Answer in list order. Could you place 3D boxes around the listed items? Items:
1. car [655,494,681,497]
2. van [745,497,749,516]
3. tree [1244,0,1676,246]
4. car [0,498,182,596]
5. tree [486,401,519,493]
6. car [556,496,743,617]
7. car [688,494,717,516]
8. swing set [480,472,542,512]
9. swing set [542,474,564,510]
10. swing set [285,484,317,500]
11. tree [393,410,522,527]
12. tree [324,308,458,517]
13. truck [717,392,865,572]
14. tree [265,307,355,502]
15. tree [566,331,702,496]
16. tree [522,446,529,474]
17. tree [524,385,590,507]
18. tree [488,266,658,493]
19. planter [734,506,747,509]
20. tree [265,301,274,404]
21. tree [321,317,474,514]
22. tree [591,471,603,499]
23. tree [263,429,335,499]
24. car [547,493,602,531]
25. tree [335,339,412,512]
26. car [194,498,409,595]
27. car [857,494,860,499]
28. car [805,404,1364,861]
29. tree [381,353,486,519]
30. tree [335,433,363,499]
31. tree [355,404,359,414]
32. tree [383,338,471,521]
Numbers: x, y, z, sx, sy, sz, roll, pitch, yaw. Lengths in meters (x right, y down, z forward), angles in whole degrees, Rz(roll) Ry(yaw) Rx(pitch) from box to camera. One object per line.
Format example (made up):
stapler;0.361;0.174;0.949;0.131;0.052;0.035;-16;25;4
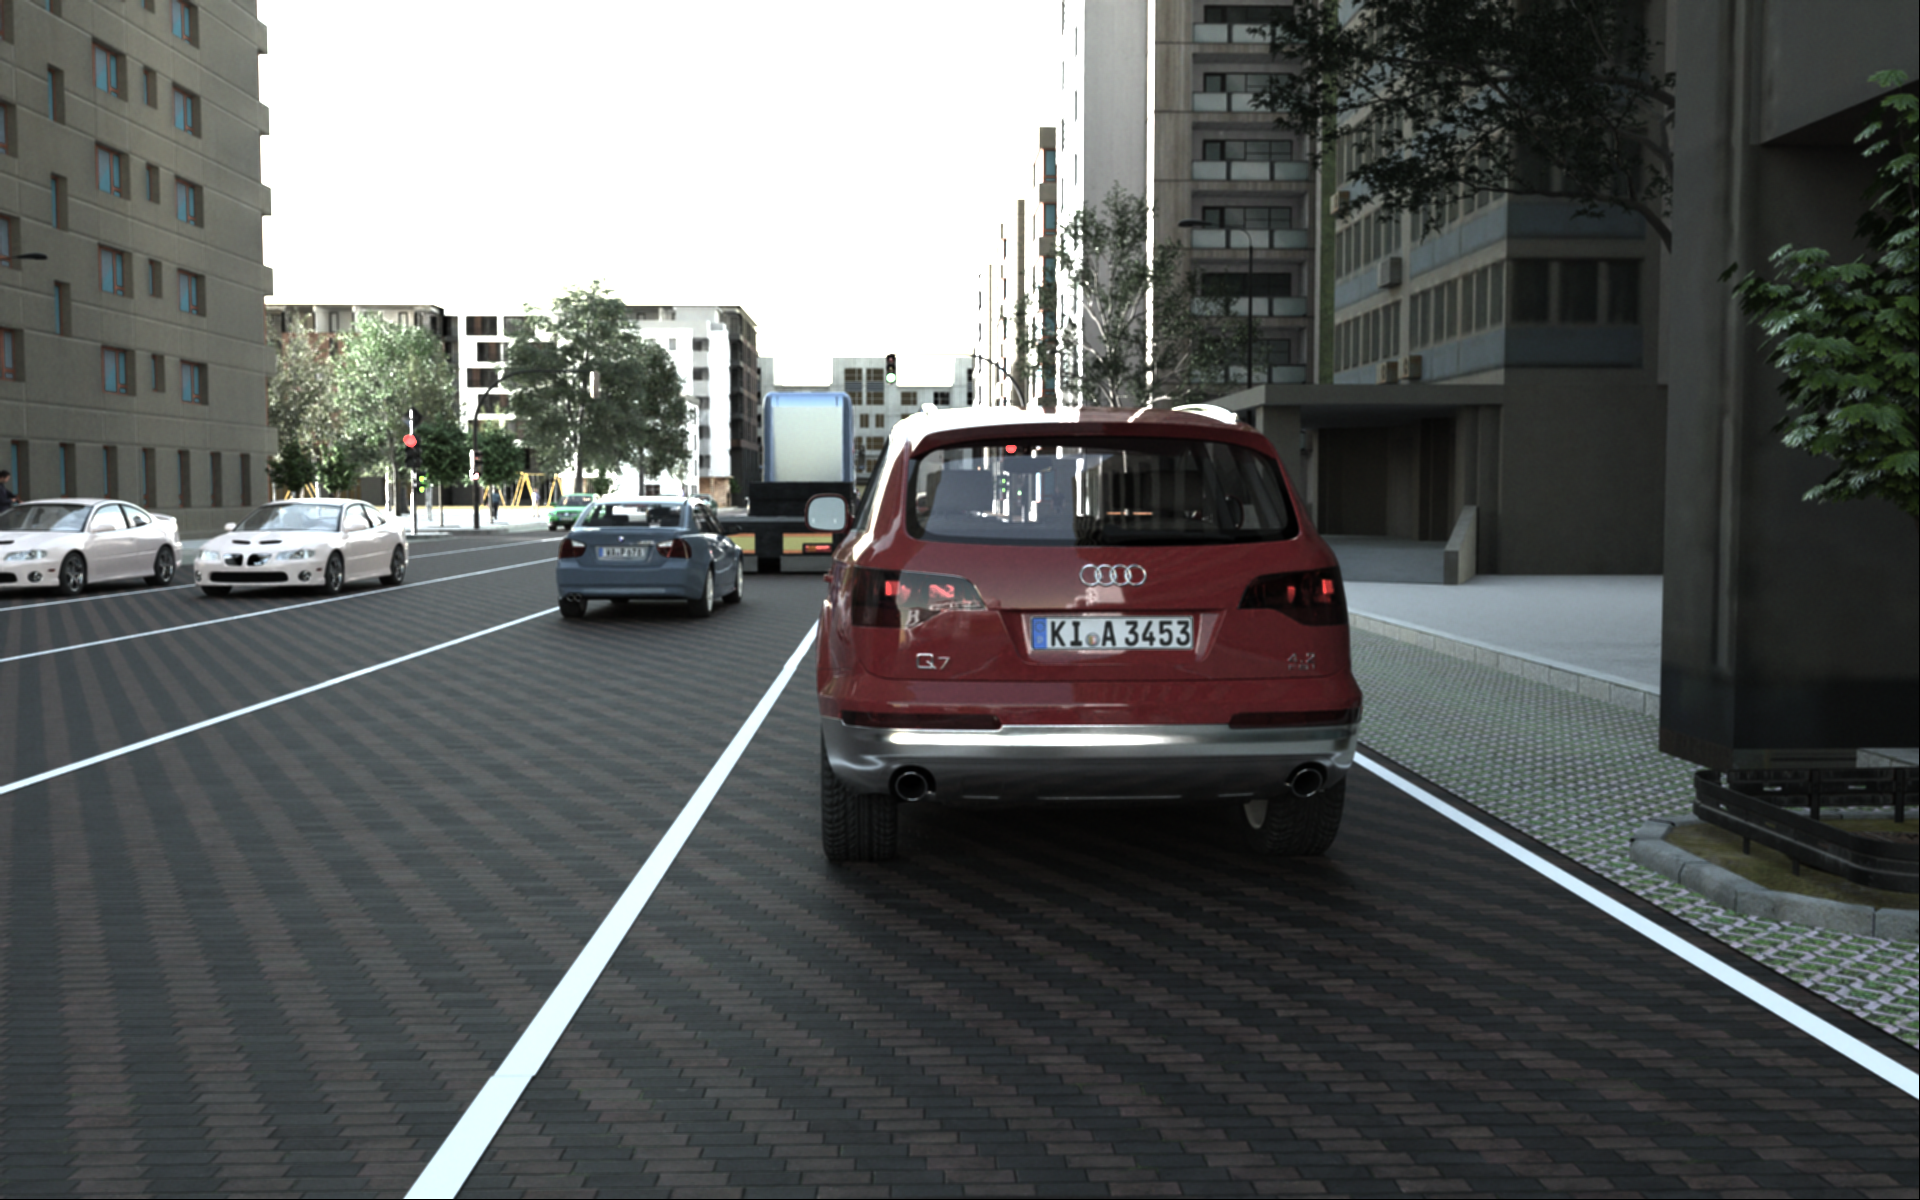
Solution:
car;-15.032;-4.826;88.685;2.009;1.686;4.222;0;4;-3
van;-12.210;-6.121;107.097;2.013;2.044;4.112;0;4;-2
tree;5.912;-4.891;14.383;7.601;10.594;8.767;0;4;2
car;-13.354;-0.821;25.791;2.083;1.381;4.827;0;4;0
tree;-36.941;-11.361;136.108;4.737;8.622;4.395;0;3;0
car;-3.765;-0.576;21.412;2.014;1.417;4.499;0;3;0
car;-16.618;-6.052;110.747;2.131;1.459;4.920;0;4;-1
swing set;-32.748;-7.849;125.957;3.119;2.851;2.862;2;4;26
swing set;-32.632;-8.385;134.707;2.862;2.851;3.119;3;5;42
swing set;-48.211;-7.909;126.933;2.862;2.851;3.119;-2;4;-28
tree;-20.390;-5.142;67.786;4.285;4.588;4.351;0;3;0
tree;-32.099;-10.535;97.995;9.928;11.665;9.643;0;3;0
truck;-3.778;-3.071;39.976;2.967;4.110;18.799;0;4;-2
tree;-26.212;-7.150;67.270;4.360;8.622;3.978;0;3;0
tree;-22.509;-12.533;121.926;9.611;12.733;9.660;0;3;0
tree;-20.287;-5.572;74.822;4.285;4.588;4.351;0;3;0
tree;-25.966;-9.817;110.862;4.360;8.622;3.978;0;3;0
tree;-21.806;-11.737;98.562;9.857;13.997;8.962;0;3;0
planter;-20.472;-8.820;165.345;1.991;0.319;1.994;0;4;-2
tree;-37.826;-10.770;82.745;9.857;13.997;8.962;0;3;0
tree;-36.228;-11.935;112.144;9.611;12.733;9.660;0;3;0
tree;-27.439;-11.114;132.084;4.360;8.622;3.978;0;3;0
tree;-20.023;-3.501;51.839;1.663;3.219;1.824;0;3;0
car;-15.143;-3.673;68.857;1.959;1.807;4.718;0;4;0
tree;-41.185;-12.656;125.047;7.486;12.596;7.792;0;3;0
car;-9.775;-0.836;26.030;2.083;1.381;4.827;0;3;0
car;-5.205;-3.772;70.345;2.281;1.827;5.304;0;4;-3
car;0.376;0.020;8.352;2.281;1.827;5.304;0;4;-3
tree;-27.832;-8.545;90.070;4.737;8.622;4.395;0;3;0
tree;-19.786;-3.709;55.247;1.663;3.219;1.824;0;3;0
tree;-27.912;-7.623;74.996;4.360;8.622;3.978;0;3;0
tree;-25.172;-8.052;82.020;4.360;8.622;3.978;0;3;0
